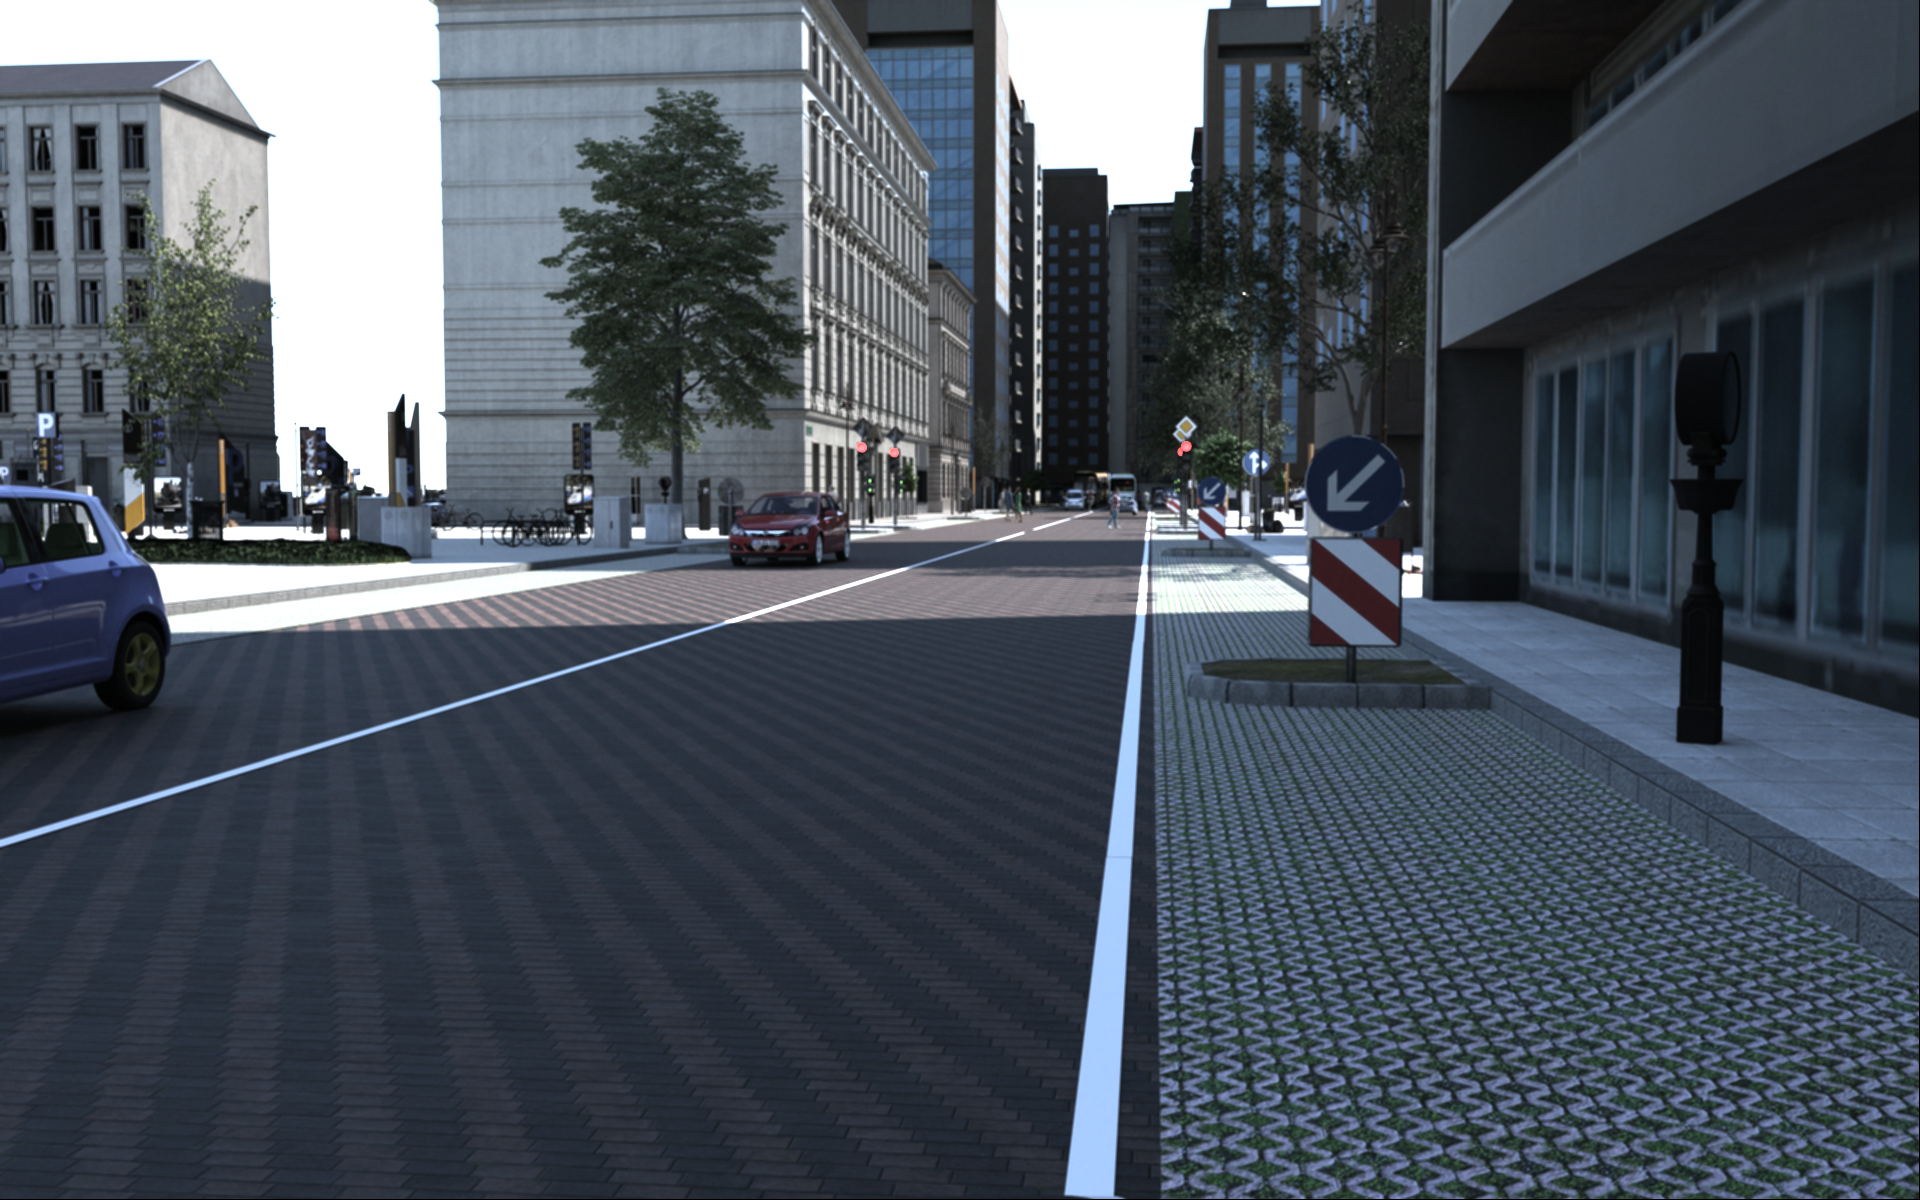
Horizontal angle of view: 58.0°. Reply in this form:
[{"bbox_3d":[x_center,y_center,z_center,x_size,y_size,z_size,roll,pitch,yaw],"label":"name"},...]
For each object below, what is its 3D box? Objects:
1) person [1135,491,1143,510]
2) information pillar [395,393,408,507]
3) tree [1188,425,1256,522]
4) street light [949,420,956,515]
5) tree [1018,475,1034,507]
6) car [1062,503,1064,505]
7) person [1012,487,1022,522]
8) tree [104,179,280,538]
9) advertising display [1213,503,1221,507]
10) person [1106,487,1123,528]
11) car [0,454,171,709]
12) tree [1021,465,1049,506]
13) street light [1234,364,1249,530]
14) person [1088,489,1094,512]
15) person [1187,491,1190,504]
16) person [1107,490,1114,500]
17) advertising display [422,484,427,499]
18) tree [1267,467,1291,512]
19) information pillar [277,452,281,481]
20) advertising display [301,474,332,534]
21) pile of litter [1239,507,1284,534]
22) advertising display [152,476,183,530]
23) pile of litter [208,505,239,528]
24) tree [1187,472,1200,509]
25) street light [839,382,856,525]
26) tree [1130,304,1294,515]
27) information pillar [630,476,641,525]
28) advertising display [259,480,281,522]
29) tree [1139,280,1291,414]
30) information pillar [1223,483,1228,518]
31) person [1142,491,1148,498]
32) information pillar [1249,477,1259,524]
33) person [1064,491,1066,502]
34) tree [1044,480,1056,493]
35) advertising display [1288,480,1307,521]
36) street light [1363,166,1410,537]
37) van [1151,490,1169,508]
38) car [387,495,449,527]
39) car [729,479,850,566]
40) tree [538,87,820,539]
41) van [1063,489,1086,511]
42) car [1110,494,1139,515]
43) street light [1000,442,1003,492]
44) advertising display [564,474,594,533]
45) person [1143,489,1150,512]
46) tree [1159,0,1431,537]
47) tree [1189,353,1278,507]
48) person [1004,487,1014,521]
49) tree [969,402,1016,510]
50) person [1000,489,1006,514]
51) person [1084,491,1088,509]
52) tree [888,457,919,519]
[{"bbox_3d":[15.893,-8.799,153.046,1.217,1.739,0.721,-2,4,-32],"label":"person"},{"bbox_3d":[-12.883,-2.973,39.958,0.183,3.616,0.504,0,4,3],"label":"information pillar"},{"bbox_3d":[12.442,-5.975,81.413,4.285,4.588,4.351,0,3,0],"label":"tree"},{"bbox_3d":[-0.486,-8.309,108.637,0.468,5.910,1.993,0,4,6],"label":"street light"},{"bbox_3d":[6.753,-11.128,176.541,1.663,3.219,1.824,0,3,0],"label":"tree"},{"bbox_3d":[13.652,-12.779,218.533,1.945,1.707,3.694,0,4,5],"label":"car"},{"bbox_3d":[2.970,-4.849,88.029,0.529,1.795,0.600,-2,4,-26],"label":"person"},{"bbox_3d":[-18.271,-5.540,40.943,4.737,8.622,4.395,0,3,0],"label":"tree"},{"bbox_3d":[12.679,-4.930,85.815,0.123,1.923,0.974,2,4,35],"label":"advertising display"},{"bbox_3d":[6.514,-3.889,72.930,0.643,1.720,0.563,1,4,17],"label":"person"},{"bbox_3d":[-6.373,-0.045,10.330,1.945,1.707,3.694,0,4,4],"label":"car"},{"bbox_3d":[8.347,-12.791,192.854,4.285,4.588,4.351,0,3,0],"label":"tree"},{"bbox_3d":[9.970,-5.423,61.458,0.468,5.910,1.993,0,4,6],"label":"street light"},{"bbox_3d":[10.549,-8.020,139.597,0.573,1.828,0.580,-1,4,-16],"label":"person"},{"bbox_3d":[29.667,-13.302,225.624,0.705,1.869,1.348,3,5,43],"label":"person"},{"bbox_3d":[13.759,-8.995,155.559,0.705,1.826,1.348,-3,4,-37],"label":"person"},{"bbox_3d":[-33.338,-6.275,107.807,0.123,1.923,0.974,-2,4,-27],"label":"advertising display"},{"bbox_3d":[22.952,-7.886,123.531,1.663,3.219,1.824,0,3,0],"label":"tree"},{"bbox_3d":[-35.167,-5.989,89.281,0.504,3.616,0.183,3,5,40],"label":"information pillar"},{"bbox_3d":[-20.651,-3.084,55.643,0.974,1.923,0.123,-3,5,-43],"label":"advertising display"},{"bbox_3d":[9.883,-2.611,56.649,1.719,0.858,1.176,-1,4,-17],"label":"pile of litter"},{"bbox_3d":[-28.263,-3.462,61.813,0.974,1.923,0.123,-2,4,-35],"label":"advertising display"},{"bbox_3d":[-28.095,-3.196,66.215,1.176,0.858,1.719,1,4,12],"label":"pile of litter"},{"bbox_3d":[20.543,-9.553,150.799,1.663,3.219,1.824,0,3,0],"label":"tree"},{"bbox_3d":[-4.659,-6.053,71.749,0.468,5.910,1.993,0,4,6],"label":"street light"},{"bbox_3d":[14.899,-11.450,104.209,9.611,12.733,9.660,0,3,0],"label":"tree"},{"bbox_3d":[-13.554,-4.149,72.328,0.304,2.012,0.304,1,4,20],"label":"information pillar"},{"bbox_3d":[-32.259,-4.634,80.986,0.974,1.923,0.123,-2,4,-35],"label":"advertising display"},{"bbox_3d":[20.914,-17.460,141.361,12.611,20.169,13.585,0,3,0],"label":"tree"},{"bbox_3d":[14.406,-6.283,94.078,0.183,3.616,0.504,-1,4,-21],"label":"information pillar"},{"bbox_3d":[23.139,-12.628,214.972,1.348,1.824,0.705,-3,5,-41],"label":"person"},{"bbox_3d":[12.711,-4.305,74.882,0.304,2.012,0.304,-1,4,-11],"label":"information pillar"},{"bbox_3d":[12.663,-12.231,208.488,1.348,1.823,0.705,3,4,39],"label":"person"},{"bbox_3d":[11.245,-13.963,222.896,1.663,3.219,1.824,0,3,0],"label":"tree"},{"bbox_3d":[15.906,-4.658,81.377,0.974,1.923,0.123,1,4,9],"label":"advertising display"},{"bbox_3d":[6.080,-3.183,24.834,0.468,5.910,1.993,0,4,6],"label":"street light"},{"bbox_3d":[20.875,-10.561,179.681,2.013,2.044,4.112,0,4,5],"label":"van"},{"bbox_3d":[-23.088,-3.570,70.367,4.499,1.417,2.014,1,4,8],"label":"car"},{"bbox_3d":[-3.491,-1.644,35.919,2.155,1.783,4.494,0,4,8],"label":"car"},{"bbox_3d":[-7.832,-7.982,48.629,7.486,12.596,7.792,0,3,0],"label":"tree"},{"bbox_3d":[9.908,-8.731,149.755,2.013,2.044,4.112,0,4,6],"label":"van"},{"bbox_3d":[11.211,-6.503,118.330,2.014,1.417,4.499,0,4,8],"label":"car"},{"bbox_3d":[3.527,-10.570,145.610,0.468,5.910,1.993,0,4,6],"label":"street light"},{"bbox_3d":[-12.479,-3.153,56.758,0.974,1.923,0.123,-2,4,-32],"label":"advertising display"},{"bbox_3d":[15.214,-8.122,141.386,0.635,1.810,0.391,-2,4,-35],"label":"person"},{"bbox_3d":[7.473,-6.044,33.236,8.767,10.594,7.601,2,4,32],"label":"tree"},{"bbox_3d":[14.132,-8.580,90.653,4.360,8.622,3.978,0,3,0],"label":"tree"},{"bbox_3d":[2.533,-5.095,91.834,0.581,1.822,0.654,3,5,44],"label":"person"},{"bbox_3d":[2.223,-11.531,138.897,4.360,8.622,3.978,0,3,0],"label":"tree"},{"bbox_3d":[3.000,-6.872,120.960,0.391,1.810,0.635,-2,4,-29],"label":"person"},{"bbox_3d":[12.104,-9.823,169.644,0.750,1.759,0.617,-1,4,-9],"label":"person"},{"bbox_3d":[-2.735,-5.870,90.574,1.663,3.219,1.824,0,3,0],"label":"tree"}]
